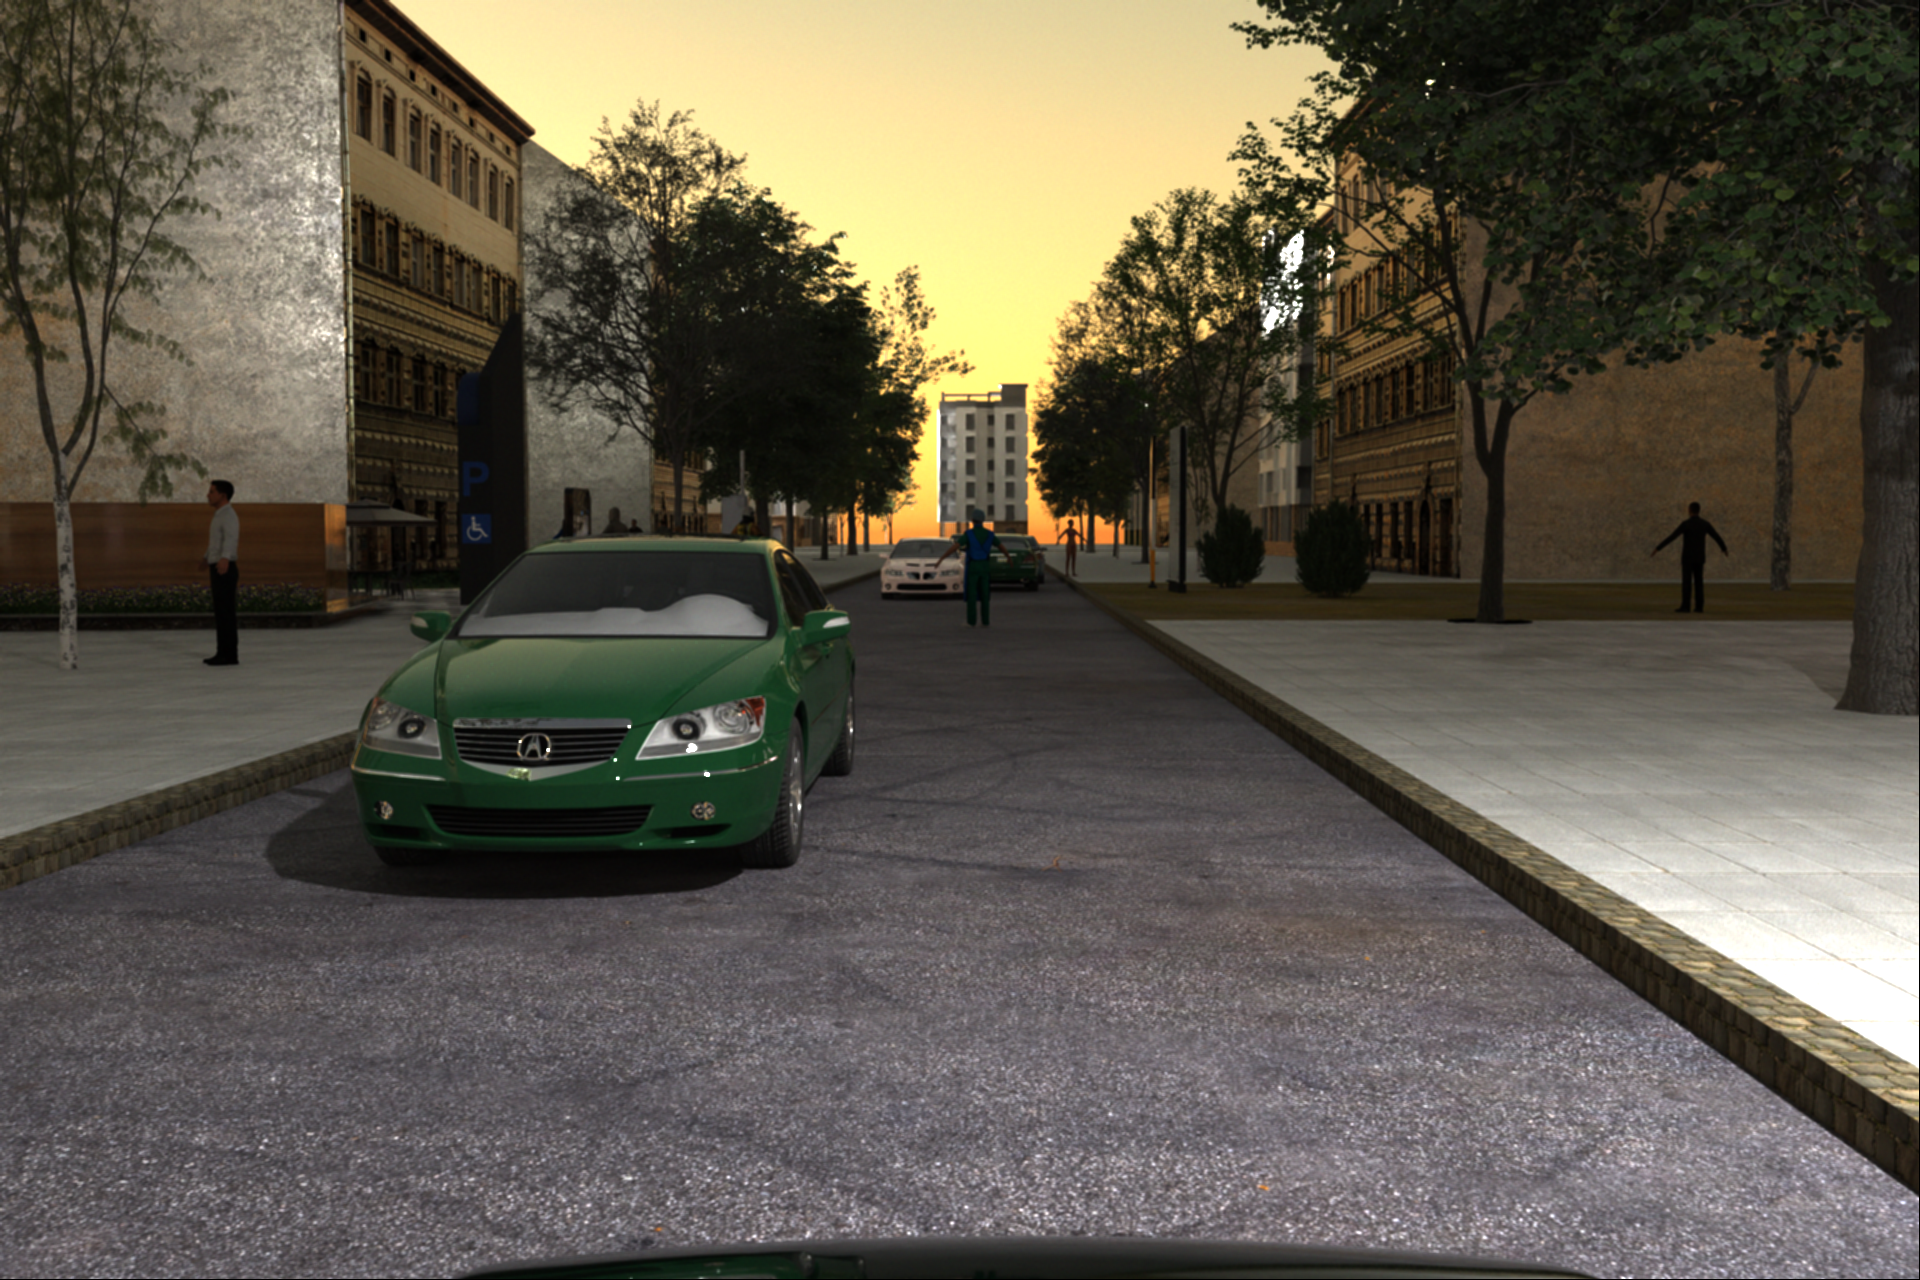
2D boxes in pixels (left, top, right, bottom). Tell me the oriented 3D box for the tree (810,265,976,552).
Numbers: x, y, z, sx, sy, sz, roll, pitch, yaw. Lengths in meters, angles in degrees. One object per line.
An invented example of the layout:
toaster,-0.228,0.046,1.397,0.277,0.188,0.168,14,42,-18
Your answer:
tree,-5.727,-16.283,122.116,12.611,20.169,13.585,0,3,0

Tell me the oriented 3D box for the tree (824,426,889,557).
tree,-6.676,-8.897,95.830,4.360,8.622,3.978,0,3,0

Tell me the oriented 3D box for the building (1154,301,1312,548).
building,28.598,-20.337,163.440,19.493,23.208,18.063,0,4,1

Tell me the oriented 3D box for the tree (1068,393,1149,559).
tree,7.875,-8.440,88.350,4.737,8.622,4.395,0,3,0

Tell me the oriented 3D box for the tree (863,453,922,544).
tree,-8.826,-17.781,216.473,9.928,11.665,9.643,0,3,0

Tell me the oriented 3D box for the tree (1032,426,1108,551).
tree,8.949,-12.035,131.179,7.601,10.594,8.767,-1,4,-22

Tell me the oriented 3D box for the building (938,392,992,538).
building,-2.528,-22.254,222.725,11.380,20.090,16.016,0,4,5

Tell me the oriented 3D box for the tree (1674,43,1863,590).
tree,17.669,-11.129,37.844,12.611,20.169,13.585,0,3,0

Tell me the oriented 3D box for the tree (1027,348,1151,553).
tree,8.898,-12.956,118.492,9.857,13.997,8.962,0,3,0

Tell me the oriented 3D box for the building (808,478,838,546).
building,-24.183,-22.417,197.443,19.493,23.208,18.063,0,4,2

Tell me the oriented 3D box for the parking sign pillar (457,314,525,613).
parking sign pillar,-5.573,-1.967,20.630,1.447,3.967,1.447,0,4,2

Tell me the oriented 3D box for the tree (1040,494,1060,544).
tree,12.632,-16.413,218.712,4.360,8.622,3.978,0,3,0

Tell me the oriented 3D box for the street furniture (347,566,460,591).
street furniture,-13.058,-1.548,40.940,10.072,0.657,5.734,-2,4,-25

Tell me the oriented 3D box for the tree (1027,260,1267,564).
tree,8.013,-10.061,74.875,12.009,13.543,11.850,0,3,0

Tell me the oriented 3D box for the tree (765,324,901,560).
tree,-6.552,-9.732,84.876,9.928,11.665,9.643,0,3,0

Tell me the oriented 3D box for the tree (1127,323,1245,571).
tree,8.476,-6.688,59.709,4.360,8.622,3.978,0,3,0

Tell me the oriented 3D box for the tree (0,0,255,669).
tree,-8.450,-4.042,16.454,4.360,8.622,3.978,0,3,0

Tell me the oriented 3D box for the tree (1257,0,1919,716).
tree,6.692,-6.446,12.046,9.857,13.997,8.962,0,3,0

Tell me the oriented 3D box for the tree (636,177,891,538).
tree,-7.100,-9.520,62.314,9.857,13.997,8.962,0,3,0

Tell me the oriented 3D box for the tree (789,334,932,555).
tree,-6.573,-12.120,104.817,9.857,13.997,8.962,0,3,0

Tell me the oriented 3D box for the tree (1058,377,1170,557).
tree,9.146,-10.017,98.194,7.601,10.594,8.767,-1,4,-23

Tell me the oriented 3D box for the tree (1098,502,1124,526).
tree,21.208,-18.923,216.042,9.857,13.997,8.962,0,3,0

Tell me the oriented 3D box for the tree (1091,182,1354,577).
tree,7.735,-7.690,51.480,9.928,11.665,9.643,0,3,0

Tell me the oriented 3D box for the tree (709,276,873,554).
tree,-7.812,-9.603,75.140,7.486,12.596,7.792,0,3,0

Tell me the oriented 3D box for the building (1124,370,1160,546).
building,28.004,-20.047,194.222,16.747,18.905,31.486,0,4,1

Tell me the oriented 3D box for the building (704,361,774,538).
building,-22.948,-18.092,152.231,16.016,20.090,11.380,0,4,1

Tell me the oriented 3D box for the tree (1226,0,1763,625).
tree,7.577,-6.040,24.513,9.928,11.665,9.643,0,3,0

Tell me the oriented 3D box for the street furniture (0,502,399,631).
street furniture,-13.309,-1.138,25.456,9.812,1.723,11.010,-1,4,-11

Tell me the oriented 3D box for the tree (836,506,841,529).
tree,-16.322,-16.753,224.277,4.737,8.622,4.395,0,3,0

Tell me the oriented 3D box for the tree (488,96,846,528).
tree,-8.047,-8.474,48.926,12.009,13.543,11.850,0,3,0

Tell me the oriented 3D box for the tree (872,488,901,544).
tree,-9.805,-16.752,224.256,4.737,8.622,4.395,0,3,0
